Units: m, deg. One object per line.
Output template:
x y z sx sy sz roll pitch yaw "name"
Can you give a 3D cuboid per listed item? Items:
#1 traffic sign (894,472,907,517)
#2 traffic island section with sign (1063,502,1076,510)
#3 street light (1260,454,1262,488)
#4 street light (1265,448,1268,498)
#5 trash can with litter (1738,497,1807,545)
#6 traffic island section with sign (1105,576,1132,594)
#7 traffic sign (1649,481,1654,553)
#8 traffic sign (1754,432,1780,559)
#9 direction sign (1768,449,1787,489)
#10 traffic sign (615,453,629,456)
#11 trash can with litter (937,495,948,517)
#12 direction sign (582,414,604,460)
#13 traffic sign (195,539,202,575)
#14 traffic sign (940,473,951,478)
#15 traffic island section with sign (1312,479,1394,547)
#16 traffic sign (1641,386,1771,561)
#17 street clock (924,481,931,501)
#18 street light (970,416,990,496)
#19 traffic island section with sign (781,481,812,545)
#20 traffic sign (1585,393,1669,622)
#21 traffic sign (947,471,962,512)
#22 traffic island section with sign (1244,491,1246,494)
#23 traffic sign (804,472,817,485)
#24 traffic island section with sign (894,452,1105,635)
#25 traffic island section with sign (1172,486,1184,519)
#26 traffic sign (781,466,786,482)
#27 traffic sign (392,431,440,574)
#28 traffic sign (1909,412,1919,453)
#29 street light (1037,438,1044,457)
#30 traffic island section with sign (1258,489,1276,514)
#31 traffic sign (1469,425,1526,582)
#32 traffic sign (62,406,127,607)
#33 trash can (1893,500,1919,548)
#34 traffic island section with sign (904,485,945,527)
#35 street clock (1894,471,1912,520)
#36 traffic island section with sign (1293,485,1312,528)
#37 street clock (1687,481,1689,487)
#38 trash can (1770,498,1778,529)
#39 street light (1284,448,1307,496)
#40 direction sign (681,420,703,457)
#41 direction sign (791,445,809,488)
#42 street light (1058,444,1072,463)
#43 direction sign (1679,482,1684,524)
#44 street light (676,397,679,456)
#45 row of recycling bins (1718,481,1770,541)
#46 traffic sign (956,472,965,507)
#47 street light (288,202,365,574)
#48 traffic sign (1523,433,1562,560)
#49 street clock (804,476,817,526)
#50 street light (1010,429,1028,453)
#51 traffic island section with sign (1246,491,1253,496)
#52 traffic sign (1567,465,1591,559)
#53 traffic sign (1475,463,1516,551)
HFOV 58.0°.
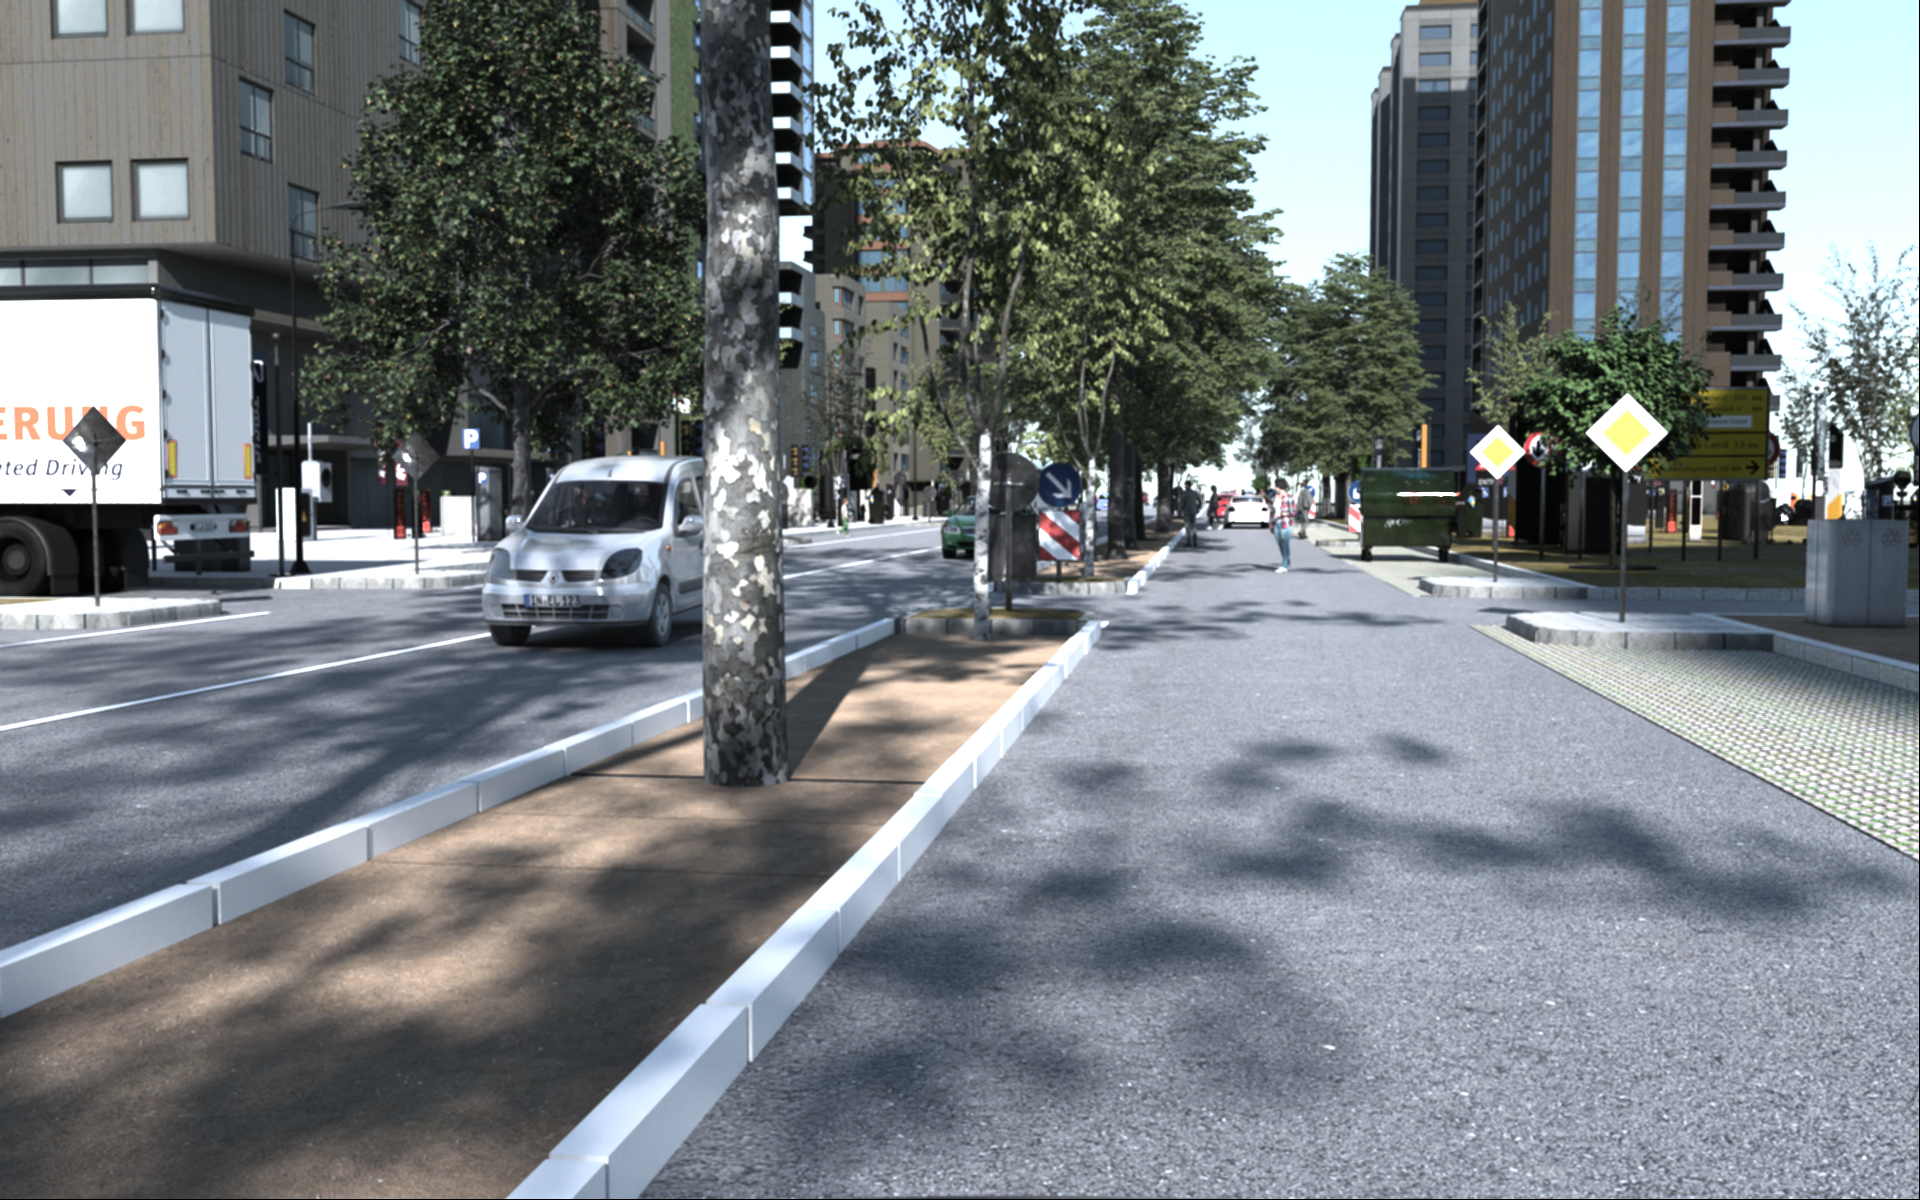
-3.402 -6.012 98.408 0.768 2.556 0.104 1 4 13 "traffic sign"
9.957 -8.844 153.232 1.989 1.847 2.006 1 4 8 "traffic island section with sign"
35.173 -13.877 199.421 1.470 5.913 1.316 1 4 8 "street light"
31.533 -12.381 174.967 1.470 5.913 1.316 1 4 8 "street light"
20.977 -2.036 44.353 2.233 1.210 1.678 1 4 10 "trash can with litter"
1.541 -1.081 25.814 2.006 1.907 1.989 1 4 8 "traffic island section with sign"
15.017 -2.299 37.588 0.884 2.594 0.081 1 4 18 "traffic sign"
15.805 -2.092 34.313 0.768 2.556 0.104 1 4 12 "traffic sign"
40.962 -5.806 86.928 0.876 3.537 0.379 1 4 21 "direction sign"
-10.432 -3.265 53.484 0.768 2.556 0.104 1 4 17 "traffic sign"
-1.377 -5.193 95.970 2.233 1.210 1.678 -1 4 -15 "trash can with litter"
-10.413 -3.499 49.201 0.876 3.537 0.379 2 4 35 "direction sign"
-12.039 -1.664 27.318 0.768 2.556 0.104 1 4 10 "traffic sign"
-0.856 -6.228 101.936 0.768 2.556 0.104 1 4 12 "traffic sign"
10.821 -2.381 47.565 1.989 1.847 2.006 1 4 8 "traffic island section with sign"
14.203 -2.397 33.068 2.265 3.308 0.079 1 4 13 "traffic sign"
-1.820 -5.782 99.104 0.471 2.002 0.358 -1 4 -13 "street clock"
1.183 -8.016 103.603 1.470 5.913 1.316 1 4 8 "street light"
-5.365 -2.537 50.113 1.989 1.847 2.006 1 4 8 "traffic island section with sign"
6.616 -0.833 17.256 0.795 2.450 0.064 1 4 8 "traffic sign"
-0.315 -6.053 98.968 0.884 2.594 0.081 1 4 11 "traffic sign"
34.224 -12.022 205.189 1.989 1.847 2.006 1 4 8 "traffic island section with sign"
-6.807 -4.700 78.979 0.606 2.300 0.079 1 4 9 "traffic sign"
0.443 -0.633 18.489 2.006 1.907 1.989 1 4 8 "traffic island section with sign"
12.574 -5.627 100.141 2.006 1.907 1.989 1 4 8 "traffic island section with sign"
-8.167 -4.747 77.715 0.768 2.556 0.104 1 4 10 "traffic sign"
-8.671 -1.466 27.612 0.795 2.450 0.064 1 4 8 "traffic sign"
14.014 -1.515 24.882 0.768 2.556 0.104 1 4 14 "traffic sign"
6.867 -10.348 141.733 1.470 5.913 1.316 1 4 8 "street light"
22.166 -7.053 123.948 1.989 1.847 2.006 1 4 8 "traffic island section with sign"
7.790 -1.316 25.154 0.795 2.450 0.064 1 4 8 "traffic sign"
-9.845 -0.983 19.713 0.795 2.450 0.064 1 4 8 "traffic sign"
22.700 -1.825 41.496 0.748 1.137 0.748 0 3 0 "trash can"
-1.364 -4.182 76.998 1.989 1.847 2.006 1 4 8 "traffic island section with sign"
29.335 -3.020 53.947 0.471 2.002 0.358 0 4 -7 "street clock"
14.825 -4.034 74.592 1.989 1.847 2.006 1 4 8 "traffic island section with sign"
28.715 -3.878 67.970 0.471 2.002 0.358 -2 4 -27 "street clock"
29.802 -3.198 63.938 0.748 1.137 0.748 0 3 0 "trash can"
23.143 -8.920 118.388 1.470 5.913 1.316 1 4 8 "street light"
-8.209 -3.748 53.279 0.876 3.537 0.379 2 4 30 "direction sign"
-7.374 -5.375 79.879 0.876 3.537 0.379 1 4 16 "direction sign"
9.711 -11.541 161.232 1.470 5.913 1.316 1 4 8 "street light"
31.105 -5.038 74.371 0.379 3.537 0.876 3 4 38 "direction sign"
-7.190 -4.568 47.222 1.470 5.913 1.316 1 4 8 "street light"
21.934 -2.525 48.396 1.069 1.692 3.534 1 4 16 "row of recycling bins"
-0.064 -6.201 101.498 0.768 2.556 0.104 1 4 14 "traffic sign"
-10.143 -3.377 27.757 1.470 5.913 1.316 1 4 8 "street light"
11.363 -2.059 33.769 0.768 2.556 0.104 1 4 10 "traffic sign"
-5.962 -3.954 69.211 0.471 2.002 0.358 2 4 28 "street clock"
4.092 -9.198 122.923 1.470 5.913 1.316 1 4 8 "street light"
26.173 -8.702 150.912 1.989 1.847 2.006 1 4 8 "traffic island section with sign"
12.182 -1.947 33.970 0.606 2.300 0.079 1 4 13 "traffic sign"
11.984 -2.374 38.825 0.884 2.594 0.081 1 4 15 "traffic sign"
